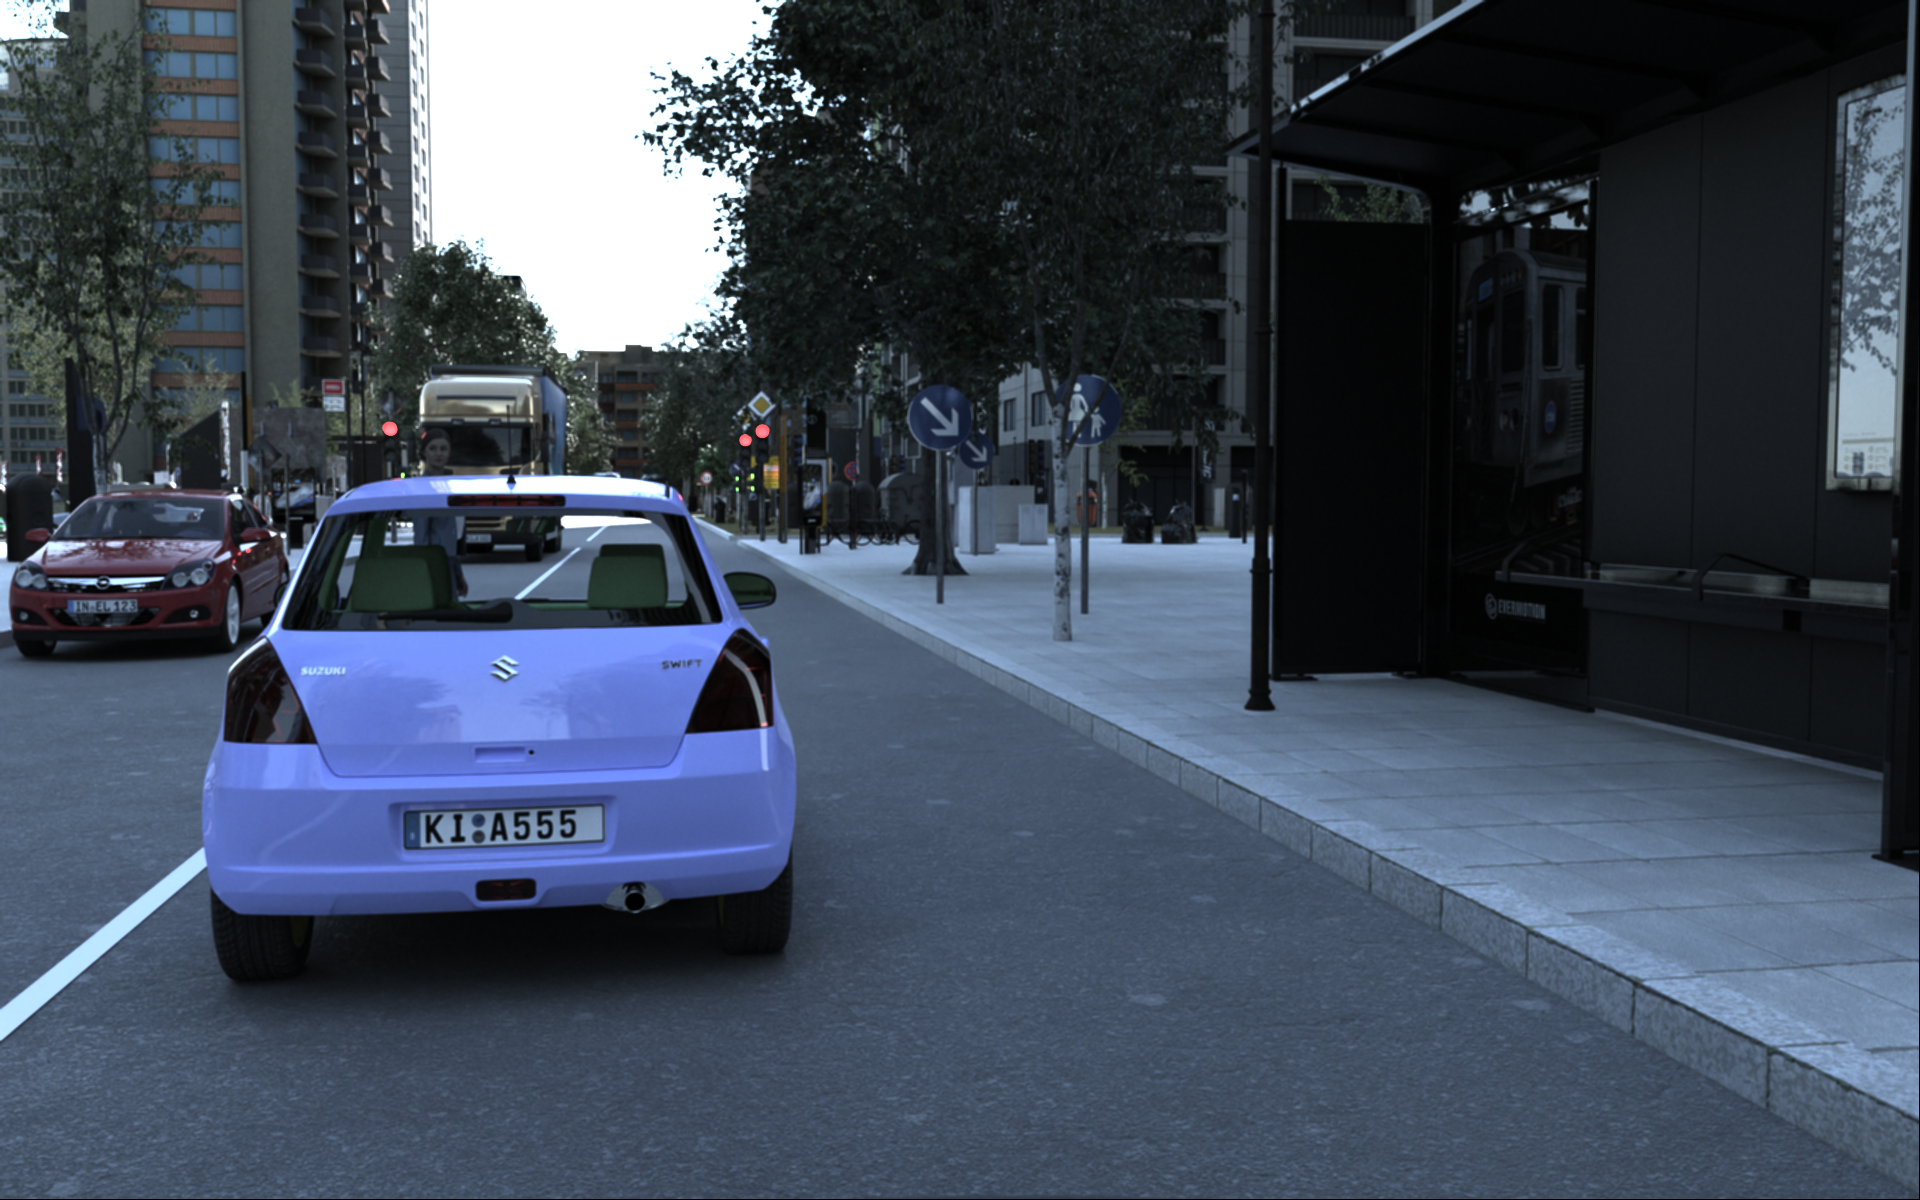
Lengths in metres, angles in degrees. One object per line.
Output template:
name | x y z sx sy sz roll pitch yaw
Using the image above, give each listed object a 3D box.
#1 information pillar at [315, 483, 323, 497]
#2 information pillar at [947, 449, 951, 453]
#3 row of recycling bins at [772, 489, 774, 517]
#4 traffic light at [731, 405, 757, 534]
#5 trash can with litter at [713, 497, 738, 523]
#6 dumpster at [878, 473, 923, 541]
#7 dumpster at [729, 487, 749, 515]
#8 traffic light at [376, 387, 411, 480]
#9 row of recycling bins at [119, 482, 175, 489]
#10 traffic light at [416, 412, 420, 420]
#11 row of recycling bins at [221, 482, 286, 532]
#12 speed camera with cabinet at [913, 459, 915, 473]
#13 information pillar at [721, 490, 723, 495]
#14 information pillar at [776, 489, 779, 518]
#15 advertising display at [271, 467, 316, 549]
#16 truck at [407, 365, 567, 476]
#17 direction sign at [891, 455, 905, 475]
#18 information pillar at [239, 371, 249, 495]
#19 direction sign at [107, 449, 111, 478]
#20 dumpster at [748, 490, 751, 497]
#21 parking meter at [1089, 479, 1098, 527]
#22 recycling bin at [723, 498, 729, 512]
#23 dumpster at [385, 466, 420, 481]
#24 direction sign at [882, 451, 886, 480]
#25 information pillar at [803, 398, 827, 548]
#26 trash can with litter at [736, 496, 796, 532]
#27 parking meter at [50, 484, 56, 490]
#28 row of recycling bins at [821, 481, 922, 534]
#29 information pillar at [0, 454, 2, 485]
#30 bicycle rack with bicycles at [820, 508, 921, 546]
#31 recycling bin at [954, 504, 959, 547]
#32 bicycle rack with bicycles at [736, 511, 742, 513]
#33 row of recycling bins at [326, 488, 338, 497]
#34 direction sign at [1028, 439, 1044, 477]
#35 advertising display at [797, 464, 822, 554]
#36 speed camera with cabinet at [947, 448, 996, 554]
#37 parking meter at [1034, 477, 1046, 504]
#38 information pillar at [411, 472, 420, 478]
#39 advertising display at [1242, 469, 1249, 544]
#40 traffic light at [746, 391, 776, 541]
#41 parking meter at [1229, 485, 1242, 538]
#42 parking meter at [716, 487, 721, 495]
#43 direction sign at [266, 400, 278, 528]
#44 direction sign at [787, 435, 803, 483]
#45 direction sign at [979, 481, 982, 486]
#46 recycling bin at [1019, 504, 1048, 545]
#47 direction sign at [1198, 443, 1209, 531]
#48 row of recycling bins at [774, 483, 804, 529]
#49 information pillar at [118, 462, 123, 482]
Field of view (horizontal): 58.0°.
information pillar | -25.029 -3.859 67.594 0.304 2.012 0.304 1 4 18
information pillar | -0.469 -4.829 70.305 0.183 3.616 0.504 -3 4 -38
row of recycling bins | -9.797 -5.503 97.083 1.069 1.692 3.534 -2 4 -30
traffic light | -6.841 -4.043 55.017 0.839 4.253 0.868 -1 4 -10
trash can with litter | -10.362 -3.981 76.471 1.055 1.170 0.624 0 4 6
dumpster | -1.525 -2.570 47.776 1.264 1.857 1.865 -1 4 -10
dumpster | -13.951 -6.338 109.390 1.264 1.857 1.865 -1 4 -10
traffic light | -14.864 -3.456 45.429 0.839 4.253 0.868 -1 4 -10
row of recycling bins | -28.929 -3.278 60.712 3.534 1.692 1.069 1 4 14
traffic light | -16.295 -3.937 53.285 0.839 4.253 0.868 -1 4 -10
row of recycling bins | -24.313 -3.167 58.890 3.534 1.692 1.069 0 4 5
speed camera with cabinet | -2.682 -6.277 96.957 0.660 3.252 2.038 1 4 23
information pillar | -17.662 -8.365 128.123 0.183 3.616 0.504 1 4 20
information pillar | -9.683 -5.418 93.069 0.304 2.012 0.304 3 5 41
advertising display | -15.584 -2.159 40.519 0.974 1.923 0.123 -2 4 -34
truck | -10.618 -3.123 39.968 2.839 4.237 11.283 -1 4 -10
direction sign | -3.620 -6.686 101.315 0.876 3.537 0.379 1 4 16
information pillar | -13.736 -2.563 33.257 0.183 3.616 0.504 -2 4 -28
direction sign | -42.780 -5.768 86.309 0.876 3.537 0.379 -1 4 -22
dumpster | -14.069 -7.279 121.500 1.502 2.255 1.985 -1 4 -10
parking meter | 5.117 -3.757 67.136 0.399 1.863 0.255 2 4 29
recycling bin | -17.410 -7.014 127.236 0.722 1.027 0.722 0 4 4
dumpster | -18.961 -3.467 59.179 1.502 2.255 1.985 -1 4 -10
direction sign | -4.047 -6.080 91.408 0.379 3.537 0.876 0 4 -8
information pillar | -3.443 -3.062 41.421 0.504 3.616 0.183 0 4 -2
trash can with litter | -6.762 -2.992 59.972 2.233 1.210 1.678 -1 4 -17
parking meter | -50.905 -5.598 97.240 0.399 1.863 0.255 0 4 -5
row of recycling bins | -2.720 -3.019 56.476 3.534 1.692 1.069 -2 4 -28
information pillar | -56.903 -6.806 102.625 0.504 3.616 0.183 2 4 27
bicycle rack with bicycles | -2.317 -1.878 44.084 2.925 0.926 2.852 0 4 -2
recycling bin | 0.136 -1.820 42.310 0.722 1.027 0.722 2 4 25
bicycle rack with bicycles | -13.654 -6.278 116.029 2.852 0.926 2.925 1 4 13
row of recycling bins | -41.304 -6.729 117.132 1.069 1.692 3.534 2 4 31
direction sign | 3.169 -4.901 72.135 0.876 3.537 0.379 -3 5 -41
advertising display | -3.219 -1.955 37.179 0.123 1.923 0.974 1 4 21
speed camera with cabinet | 0.228 -2.658 37.798 0.660 3.252 2.038 -1 4 -16
parking meter | 2.703 -3.232 58.555 0.399 1.863 0.255 0 4 -4
information pillar | -18.066 -3.260 57.801 0.304 2.012 0.304 2 4 35
advertising display | 7.449 -2.449 45.256 0.123 1.923 0.974 1 4 12
traffic light | -5.410 -3.562 47.160 0.839 4.253 0.868 -1 4 -10
parking meter | 8.017 -2.566 50.371 0.372 1.533 0.369 0 3 0
parking meter | -14.795 -6.136 106.039 0.255 1.863 0.399 -1 4 -16
direction sign | -16.703 -3.066 42.129 0.379 3.537 0.876 -3 4 -38
direction sign | -6.453 -4.546 66.331 0.876 3.537 0.379 0 4 7
direction sign | 0.486 -3.001 41.071 0.379 3.537 0.876 0 4 5
recycling bin | 1.862 -1.914 43.853 0.722 1.027 0.722 0 4 3
direction sign | 8.420 -4.141 59.707 0.379 3.537 0.876 3 4 37
row of recycling bins | -4.959 -3.494 64.235 3.534 1.692 1.069 1 4 20
information pillar | -59.082 -7.987 121.948 0.504 3.616 0.183 2 4 32
